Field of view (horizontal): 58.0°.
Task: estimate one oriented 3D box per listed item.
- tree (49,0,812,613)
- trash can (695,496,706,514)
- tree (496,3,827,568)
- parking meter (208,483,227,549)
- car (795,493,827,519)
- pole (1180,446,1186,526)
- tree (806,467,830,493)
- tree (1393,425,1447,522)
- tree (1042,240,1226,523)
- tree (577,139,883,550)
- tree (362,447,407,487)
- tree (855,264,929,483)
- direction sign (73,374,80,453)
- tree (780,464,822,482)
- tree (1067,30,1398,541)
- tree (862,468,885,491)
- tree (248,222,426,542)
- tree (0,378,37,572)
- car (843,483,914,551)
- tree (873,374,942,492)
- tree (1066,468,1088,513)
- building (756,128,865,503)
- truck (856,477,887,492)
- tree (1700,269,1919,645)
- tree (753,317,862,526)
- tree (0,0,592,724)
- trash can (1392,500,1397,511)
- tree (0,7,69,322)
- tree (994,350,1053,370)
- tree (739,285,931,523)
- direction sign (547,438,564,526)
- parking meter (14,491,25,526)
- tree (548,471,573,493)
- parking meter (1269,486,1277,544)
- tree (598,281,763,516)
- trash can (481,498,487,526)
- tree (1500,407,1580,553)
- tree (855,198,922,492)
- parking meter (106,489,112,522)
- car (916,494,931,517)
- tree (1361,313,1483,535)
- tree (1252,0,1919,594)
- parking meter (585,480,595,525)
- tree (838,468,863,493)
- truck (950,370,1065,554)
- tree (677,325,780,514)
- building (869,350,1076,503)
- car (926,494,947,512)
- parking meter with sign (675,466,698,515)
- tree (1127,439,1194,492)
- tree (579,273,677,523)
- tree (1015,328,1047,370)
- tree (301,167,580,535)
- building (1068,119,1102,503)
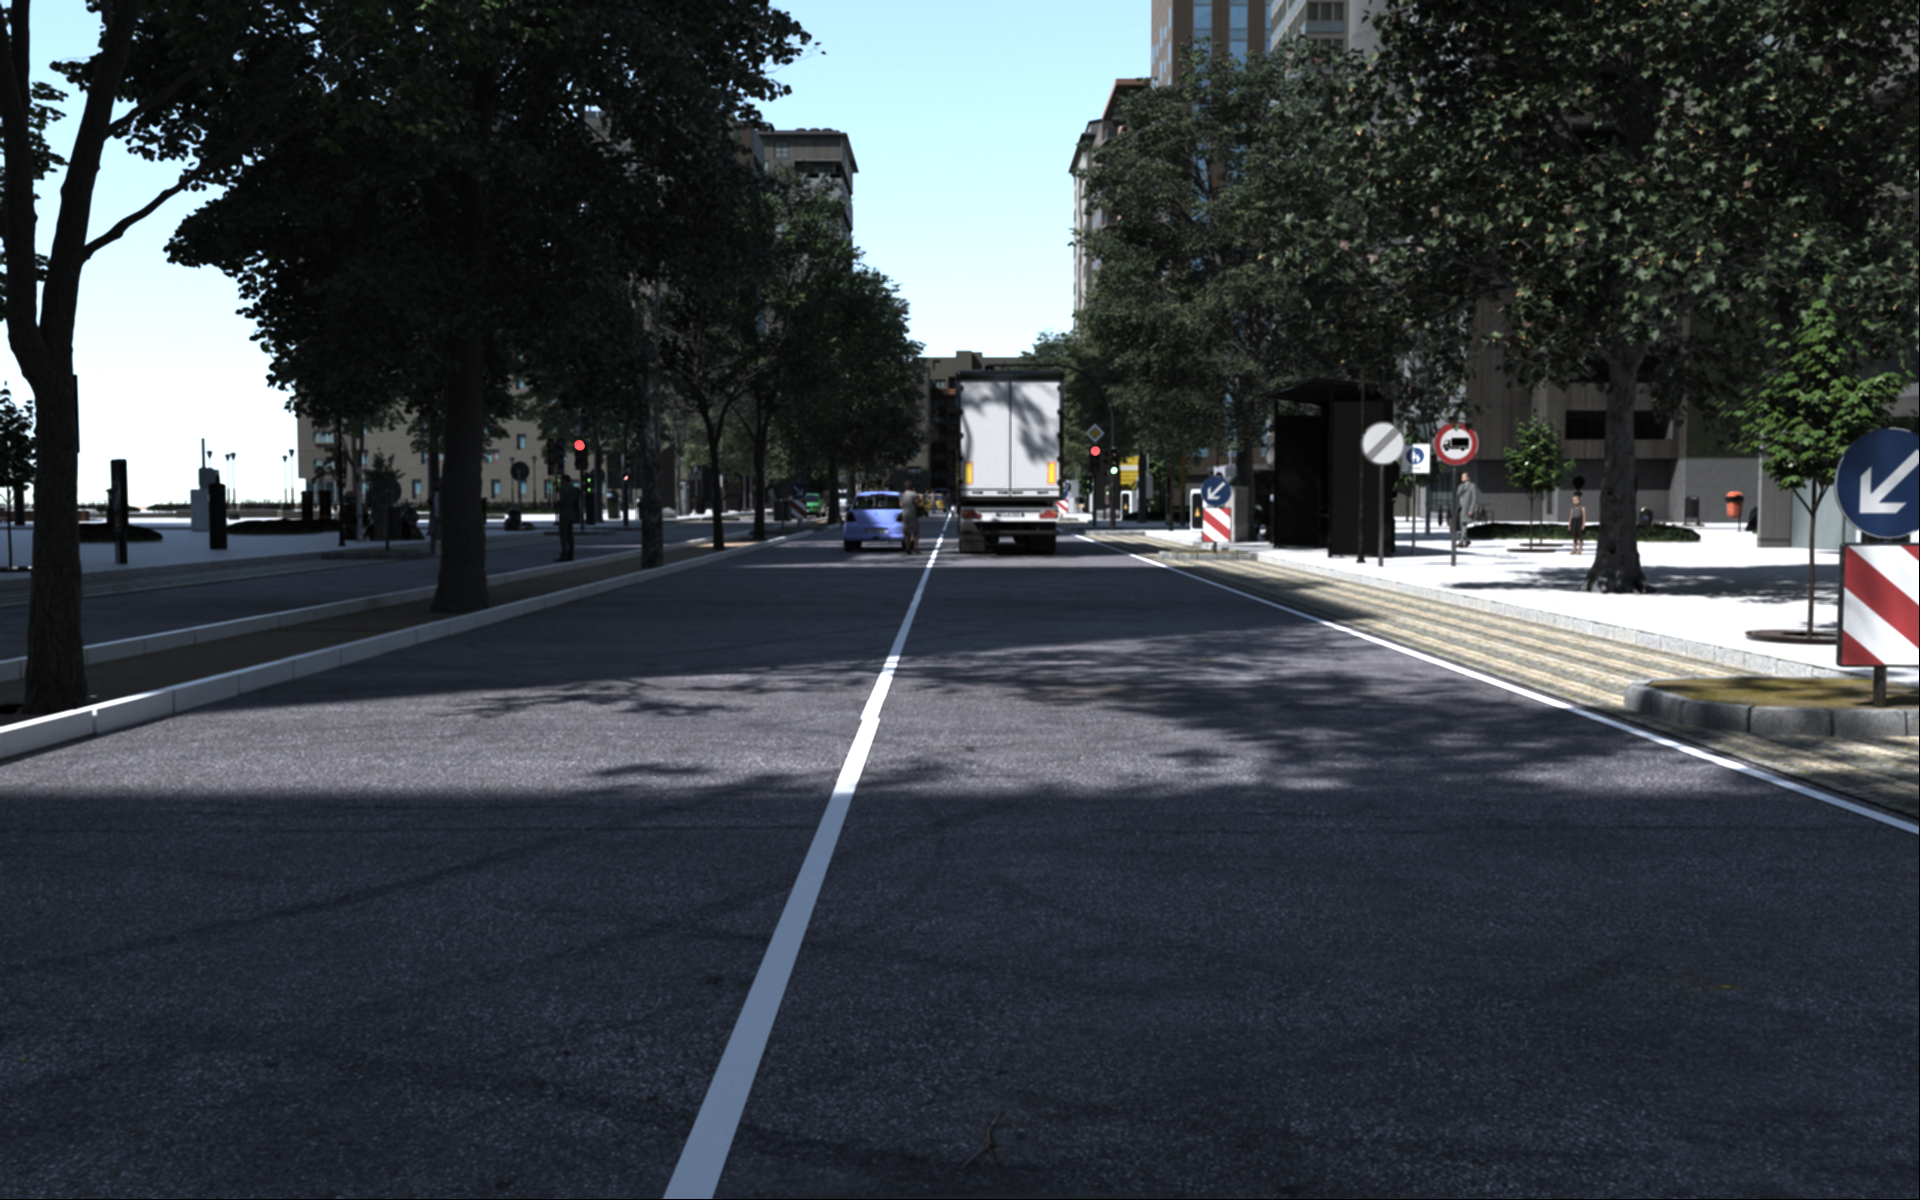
[{"bbox_3d":[-6.091,-6.830,20.777,9.857,13.997,8.962,0,3,0],"label":"tree"},{"bbox_3d":[-16.580,-6.056,110.671,0.748,1.137,0.748,0,3,0],"label":"trash can"},{"bbox_3d":[-7.141,-10.719,33.601,12.611,20.169,13.585,0,3,0],"label":"tree"},{"bbox_3d":[-17.293,-1.954,40.352,0.372,1.533,0.369,0,3,0],"label":"parking meter"},{"bbox_3d":[-8.874,-5.668,101.469,1.959,1.807,4.718,0,4,2],"label":"car"},{"bbox_3d":[8.963,-4.636,69.645,0.158,3.312,0.155,0,3,0],"label":"pole"},{"bbox_3d":[-16.280,-13.224,199.920,4.285,4.588,4.351,0,3,0],"label":"tree"},{"bbox_3d":[20.597,-5.882,79.886,4.285,4.588,4.351,0,3,0],"label":"tree"},{"bbox_3d":[7.770,-9.735,77.295,7.486,12.596,7.792,0,3,0],"label":"tree"},{"bbox_3d":[-6.110,-6.557,44.082,8.767,10.594,7.601,0,3,0],"label":"tree"},{"bbox_3d":[-23.684,-4.648,70.591,1.663,3.219,1.824,0,3,0],"label":"tree"},{"bbox_3d":[-6.147,-11.466,96.579,9.857,13.997,8.962,0,3,0],"label":"tree"},{"bbox_3d":[-17.085,-2.511,33.047,0.876,3.537,0.379,2,4,27],"label":"direction sign"},{"bbox_3d":[-16.671,-13.652,141.335,7.486,12.596,7.792,0,3,0],"label":"tree"},{"bbox_3d":[7.690,-8.582,46.978,9.857,13.997,8.962,0,3,0],"label":"tree"},{"bbox_3d":[-6.184,-9.305,104.958,4.737,8.622,4.395,0,3,0],"label":"tree"},{"bbox_3d":[-16.253,-5.849,45.997,4.360,8.622,3.978,0,3,0],"label":"tree"},{"bbox_3d":[-15.793,-2.102,28.962,1.663,3.219,1.824,0,3,0],"label":"tree"},{"bbox_3d":[-2.022,-2.138,44.543,1.945,1.707,3.694,0,4,1],"label":"car"},{"bbox_3d":[-6.391,-13.275,129.876,12.009,13.543,11.850,0,3,0],"label":"tree"},{"bbox_3d":[8.059,-7.598,118.824,1.663,3.219,1.824,0,3,0],"label":"tree"},{"bbox_3d":[-26.809,-40.335,248.708,27.495,52.752,28.713,0,3,0],"label":"building"},{"bbox_3d":[-9.886,-12.148,194.548,3.469,3.379,9.791,0,4,-2],"label":"truck"},{"bbox_3d":[7.460,-1.248,15.000,1.663,3.219,1.824,0,3,0],"label":"tree"},{"bbox_3d":[-6.391,-7.142,69.586,4.737,8.622,4.395,0,3,0],"label":"tree"},{"bbox_3d":[-5.820,-5.056,10.876,9.928,11.665,9.643,0,3,0],"label":"tree"},{"bbox_3d":[9.497,-1.685,39.210,0.748,1.137,0.748,0,3,0],"label":"trash can"},{"bbox_3d":[-15.649,-6.347,21.901,7.486,12.596,7.792,0,3,0],"label":"tree"},{"bbox_3d":[9.025,-22.269,219.981,12.611,20.169,13.585,0,3,0],"label":"tree"},{"bbox_3d":[-6.292,-10.230,86.732,9.611,12.733,9.660,0,3,0],"label":"tree"},{"bbox_3d":[-16.447,-4.803,70.526,0.876,3.537,0.379,2,4,30],"label":"direction sign"},{"bbox_3d":[-38.240,-3.791,70.396,0.372,1.533,0.369,0,3,0],"label":"parking meter"},{"bbox_3d":[-28.774,-7.929,124.247,1.663,3.219,1.824,0,3,0],"label":"tree"},{"bbox_3d":[8.214,-2.231,44.881,0.372,1.533,0.369,0,3,0],"label":"parking meter"},{"bbox_3d":[-16.339,-11.599,100.006,12.009,13.543,11.850,0,3,0],"label":"tree"},{"bbox_3d":[-19.427,-3.562,69.886,0.748,1.137,0.748,0,3,0],"label":"trash can"},{"bbox_3d":[12.826,-2.679,38.401,1.663,3.219,1.824,0,3,0],"label":"tree"},{"bbox_3d":[-6.112,-7.641,53.140,9.928,11.665,9.643,0,3,0],"label":"tree"},{"bbox_3d":[-29.128,-3.125,59.506,0.372,1.533,0.369,0,3,0],"label":"parking meter"},{"bbox_3d":[-2.807,-5.991,108.180,2.015,1.641,3.980,0,4,-1],"label":"car"},{"bbox_3d":[14.559,-6.367,54.465,4.360,8.622,3.978,0,3,0],"label":"tree"},{"bbox_3d":[8.609,-6.437,22.247,9.611,12.733,9.660,0,3,0],"label":"tree"},{"bbox_3d":[-15.314,-4.035,71.677,0.255,1.863,0.399,2,4,24],"label":"parking meter"},{"bbox_3d":[-6.490,-9.720,111.746,4.360,8.622,3.978,0,3,0],"label":"tree"},{"bbox_3d":[1.132,-3.424,44.896,2.839,4.237,11.283,0,3,0],"label":"truck"},{"bbox_3d":[-16.431,-11.911,112.866,7.486,12.596,7.792,0,3,0],"label":"tree"},{"bbox_3d":[1.388,-24.733,249.422,28.899,21.520,27.650,0,3,0],"label":"building"},{"bbox_3d":[-1.936,-7.749,136.925,2.015,1.641,3.980,0,4,-2],"label":"car"},{"bbox_3d":[-17.087,-6.780,107.111,1.738,3.016,0.543,2,4,26],"label":"parking meter with sign"},{"bbox_3d":[10.845,-6.993,98.049,4.285,4.588,4.351,0,3,0],"label":"tree"},{"bbox_3d":[-16.651,-9.744,77.438,7.486,12.596,7.792,0,3,0],"label":"tree"},{"bbox_3d":[7.205,-13.598,128.985,9.857,13.997,8.962,0,3,0],"label":"tree"},{"bbox_3d":[-16.625,-8.307,53.953,7.486,12.596,7.792,0,3,0],"label":"tree"},{"bbox_3d":[30.068,-40.350,248.961,27.495,52.752,28.713,0,3,0],"label":"building"}]
